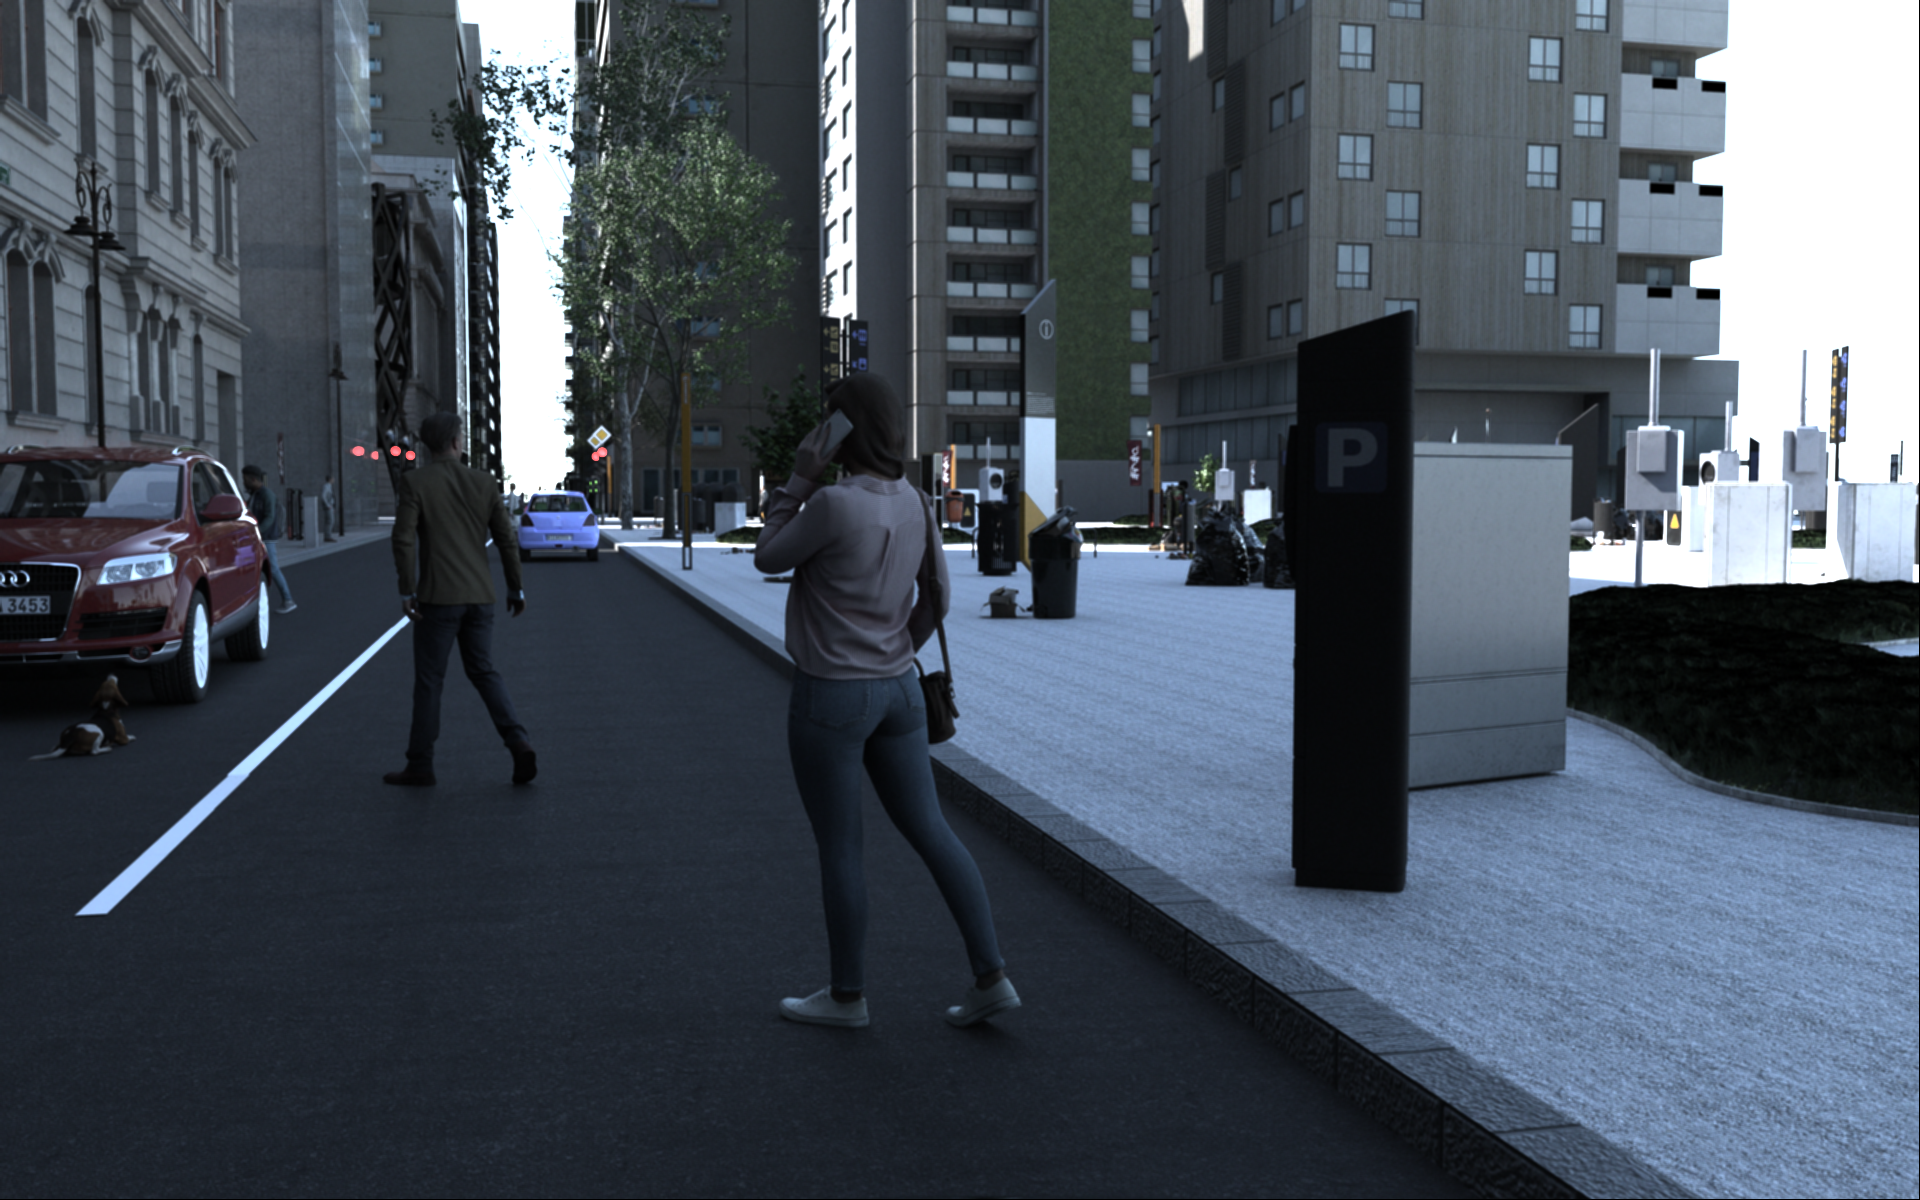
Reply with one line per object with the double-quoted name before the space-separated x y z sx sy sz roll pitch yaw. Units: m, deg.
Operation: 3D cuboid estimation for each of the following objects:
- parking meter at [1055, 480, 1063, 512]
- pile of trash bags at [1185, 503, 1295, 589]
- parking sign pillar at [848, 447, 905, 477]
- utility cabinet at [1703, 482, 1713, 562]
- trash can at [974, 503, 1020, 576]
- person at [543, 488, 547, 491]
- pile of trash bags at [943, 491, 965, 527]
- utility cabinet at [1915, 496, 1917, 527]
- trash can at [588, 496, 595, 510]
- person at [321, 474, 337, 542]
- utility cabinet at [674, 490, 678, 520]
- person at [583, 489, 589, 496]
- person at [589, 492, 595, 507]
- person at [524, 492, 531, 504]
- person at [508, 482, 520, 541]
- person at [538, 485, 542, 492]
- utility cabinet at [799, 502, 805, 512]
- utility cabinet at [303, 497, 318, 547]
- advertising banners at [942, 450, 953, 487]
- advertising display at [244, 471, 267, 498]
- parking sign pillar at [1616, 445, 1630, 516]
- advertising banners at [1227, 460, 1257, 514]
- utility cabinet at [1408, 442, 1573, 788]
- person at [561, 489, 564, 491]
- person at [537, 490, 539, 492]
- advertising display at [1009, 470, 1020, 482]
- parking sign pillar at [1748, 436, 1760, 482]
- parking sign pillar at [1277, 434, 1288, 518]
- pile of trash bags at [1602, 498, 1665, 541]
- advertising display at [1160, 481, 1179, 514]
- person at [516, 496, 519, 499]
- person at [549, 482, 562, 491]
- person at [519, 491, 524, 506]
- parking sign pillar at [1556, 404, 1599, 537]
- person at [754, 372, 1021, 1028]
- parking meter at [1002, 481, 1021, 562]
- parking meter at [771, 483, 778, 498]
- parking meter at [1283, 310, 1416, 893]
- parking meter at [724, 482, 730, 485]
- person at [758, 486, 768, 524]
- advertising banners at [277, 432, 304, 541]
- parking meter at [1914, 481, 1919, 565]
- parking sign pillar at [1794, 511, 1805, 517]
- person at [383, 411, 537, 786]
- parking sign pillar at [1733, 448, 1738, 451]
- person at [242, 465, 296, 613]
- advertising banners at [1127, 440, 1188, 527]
"parking meter" 3.980 -3.975 70.709 0.255 1.863 0.399 -3 5 -43
"pile of trash bags" 4.777 -0.874 24.044 3.447 1.369 1.912 3 5 42
"parking sign pillar" -1.826 -3.058 38.467 1.447 3.967 1.447 3 5 42
"utility cabinet" 14.327 -1.467 32.668 0.318 1.500 1.173 2 4 35
"trash can" 0.589 -0.957 27.296 0.748 1.137 0.748 0 3 0
"person" -28.065 -6.644 117.046 0.656 1.842 0.836 -3 5 -39
"pile of trash bags" -1.495 -2.458 49.948 3.447 1.369 1.912 -1 4 -21
"utility cabinet" 29.017 -2.566 53.110 0.306 1.237 1.020 3 5 44
"trash can" -28.535 -7.499 134.268 0.748 1.137 0.748 0 3 0
"person" -17.010 -2.478 46.652 0.391 1.810 0.635 -1 4 -21
"utility cabinet" -13.835 -4.610 84.057 0.318 1.500 1.173 0 4 8
"person" -34.260 -9.322 158.414 1.348 1.831 0.705 0 4 -4
"person" -32.884 -9.082 154.561 0.705 1.821 1.348 1 4 18
"person" -55.476 -12.991 221.734 1.217 1.723 0.721 -2 4 -25
"person" -13.188 -2.577 50.987 0.624 1.780 0.694 0 4 -4
"person" -16.451 -3.598 67.686 0.694 1.780 0.624 1 4 15
"utility cabinet" -6.425 -3.505 65.984 1.173 1.500 0.318 3 5 43
"utility cabinet" -15.791 -1.892 42.093 0.306 1.237 1.020 -1 4 -18
"advertising banners" -1.174 -4.489 69.582 2.074 3.025 0.090 2 4 31
"advertising display" -20.246 -2.723 49.737 0.974 1.923 0.123 2 4 32
"parking sign pillar" 28.639 -5.210 73.649 1.447 3.967 1.447 3 4 37
"advertising banners" 14.351 -5.615 87.993 2.074 3.025 0.090 -3 4 -37
"utility cabinet" 2.183 0.059 7.716 1.173 1.500 0.318 -2 4 -30
"person" -25.053 -6.102 109.101 0.563 1.720 0.643 -2 4 -26
"person" -40.925 -9.752 168.035 0.705 1.814 1.350 1 4 18
"advertising display" 1.795 -2.536 46.682 0.974 1.923 0.123 0 4 -2
"parking sign pillar" 36.897 -5.570 79.536 1.447 3.967 1.447 1 4 22
"parking sign pillar" 14.805 -5.445 77.503 1.447 3.967 1.447 -3 5 -39
"pile of trash bags" 19.744 -2.336 47.947 3.447 1.369 1.912 0 4 -3
"advertising display" 10.406 -4.939 85.959 0.974 1.923 0.123 -1 4 -11
"person" -43.498 -9.771 168.212 1.348 1.831 0.705 -1 4 -22
"person" -12.366 -2.696 52.754 0.592 1.802 0.473 -1 4 -19
"person" -51.479 -11.884 203.466 0.621 1.740 0.551 1 4 20
"parking sign pillar" 18.349 -3.868 51.720 1.447 3.967 1.447 -1 4 -16
"person" -0.176 0.274 4.613 0.643 1.750 0.593 3 5 39
"parking meter" 0.988 -1.496 32.871 0.372 1.533 0.369 0 3 0
"parking meter" -10.191 -5.476 95.242 0.255 1.863 0.399 -2 4 -31
"parking meter" 1.271 0.002 5.679 0.399 1.863 0.255 1 4 17
"parking meter" -10.978 -4.665 81.985 0.399 1.863 0.255 1 4 12
"person" -8.733 -4.159 76.686 0.473 1.802 0.592 1 4 21
"advertising banners" -18.762 -3.198 48.479 0.090 3.025 2.074 -3 4 -37
"parking meter" 17.437 -1.395 31.214 0.372 1.533 0.369 0 3 0
"parking sign pillar" 47.601 -6.639 97.025 1.447 3.967 1.447 -1 4 -17
"person" -2.450 -0.008 8.540 0.836 1.842 0.656 1 4 18
"parking sign pillar" 45.242 -6.953 102.159 1.447 3.967 1.447 -3 4 -38
"person" -8.427 -0.737 20.899 0.623 1.781 0.721 2 4 33
"advertising banners" 6.336 -3.642 55.734 2.074 3.025 0.090 2 4 24
